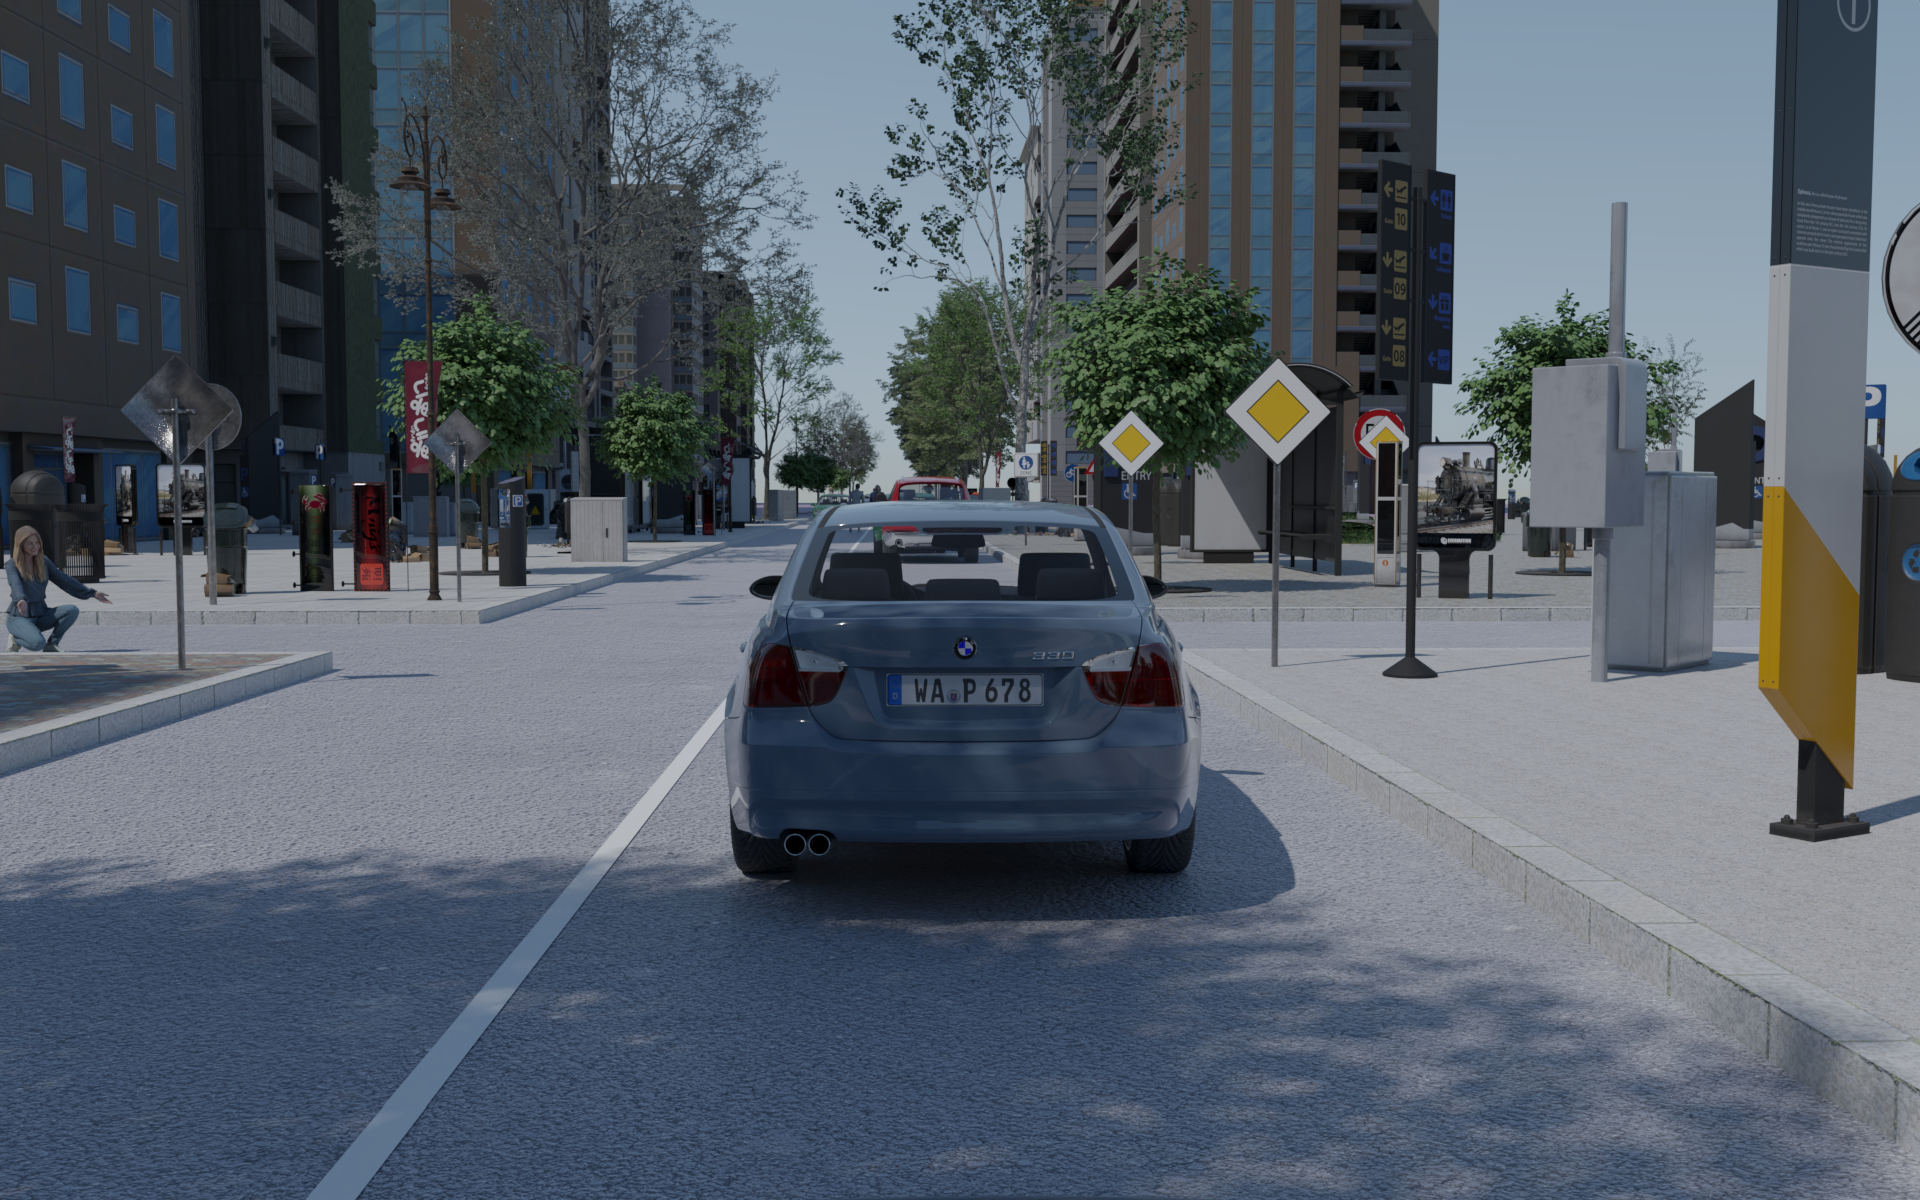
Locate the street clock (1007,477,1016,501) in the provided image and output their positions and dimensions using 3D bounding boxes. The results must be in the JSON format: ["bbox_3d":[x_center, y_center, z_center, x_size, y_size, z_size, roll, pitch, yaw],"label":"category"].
[{"bbox_3d":[2.297,-4.327,75.311,0.471,2.002,0.358,2,4,29],"label":"street clock"}]

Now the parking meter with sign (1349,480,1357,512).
[{"bbox_3d":[20.340,-5.633,88.353,0.543,3.016,1.738,2,4,33],"label":"parking meter with sign"}]

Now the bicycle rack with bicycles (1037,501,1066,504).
[{"bbox_3d":[3.493,-4.394,85.216,2.925,0.926,2.852,-1,4,-17],"label":"bicycle rack with bicycles"}]

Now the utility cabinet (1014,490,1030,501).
[{"bbox_3d":[3.349,-5.210,93.861,0.318,1.500,1.173,2,4,31],"label":"utility cabinet"}]

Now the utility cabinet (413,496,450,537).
[{"bbox_3d":[-15.839,-2.492,51.904,1.020,1.237,0.306,0,4,6],"label":"utility cabinet"}]

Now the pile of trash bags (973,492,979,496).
[{"bbox_3d":[1.097,-4.849,89.031,1.912,1.369,3.447,1,4,10],"label":"pile of trash bags"}]

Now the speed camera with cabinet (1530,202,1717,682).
[{"bbox_3d":[4.811,-1.110,12.479,0.660,3.252,2.038,3,5,43],"label":"speed camera with cabinet"}]

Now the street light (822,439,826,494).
[{"bbox_3d":[-10.562,-9.892,134.524,0.468,5.910,1.993,0,4,-2],"label":"street light"}]

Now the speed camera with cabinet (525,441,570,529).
[{"bbox_3d":[-15.107,-4.231,63.521,2.038,3.252,0.660,-2,4,-29],"label":"speed camera with cabinet"}]

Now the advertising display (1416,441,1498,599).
[{"bbox_3d":[6.075,-0.981,21.245,0.974,1.923,0.123,1,4,21],"label":"advertising display"}]

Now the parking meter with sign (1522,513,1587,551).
[{"bbox_3d":[13.463,-2.610,38.938,1.738,3.016,0.543,-2,4,-25],"label":"parking meter with sign"}]

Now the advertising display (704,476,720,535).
[{"bbox_3d":[-7.880,-3.043,54.969,0.123,1.923,0.974,-1,4,-19],"label":"advertising display"}]

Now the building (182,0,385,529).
[{"bbox_3d":[-30.366,-17.829,63.204,14.160,30.474,14.107,0,4,-2],"label":"building"}]

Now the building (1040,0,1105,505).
[{"bbox_3d":[20.437,-41.032,212.869,21.231,58.520,28.212,0,4,-2],"label":"building"}]

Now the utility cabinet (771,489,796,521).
[{"bbox_3d":[-8.818,-4.817,87.439,1.173,1.500,0.318,-3,5,-42],"label":"utility cabinet"}]

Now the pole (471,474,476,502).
[{"bbox_3d":[-19.014,-4.515,67.658,0.158,3.312,0.155,0,3,0],"label":"pole"}]

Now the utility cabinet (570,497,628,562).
[{"bbox_3d":[-6.831,-1.322,32.777,1.020,1.237,0.306,0,4,6],"label":"utility cabinet"}]

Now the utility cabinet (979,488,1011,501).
[{"bbox_3d":[1.214,-3.200,60.993,1.173,1.500,0.318,-2,4,-32],"label":"utility cabinet"}]

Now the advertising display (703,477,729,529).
[{"bbox_3d":[-8.916,-3.554,63.324,0.974,1.923,0.123,1,4,10],"label":"advertising display"}]

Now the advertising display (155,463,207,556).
[{"bbox_3d":[-16.241,-1.892,36.155,0.974,1.923,0.123,-1,4,-13],"label":"advertising display"}]

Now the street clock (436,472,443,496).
[{"bbox_3d":[-16.797,-3.121,55.591,0.471,2.002,0.358,3,4,36],"label":"street clock"}]

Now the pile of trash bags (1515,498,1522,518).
[{"bbox_3d":[31.835,-5.247,95.548,3.447,1.369,1.912,-3,5,-44],"label":"pile of trash bags"}]

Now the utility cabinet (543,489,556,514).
[{"bbox_3d":[-19.097,-4.370,80.127,0.318,1.500,1.173,-3,4,-39],"label":"utility cabinet"}]

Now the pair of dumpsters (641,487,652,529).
[{"bbox_3d":[-12.109,-3.757,63.925,1.574,2.255,4.437,0,4,-2],"label":"pair of dumpsters"}]

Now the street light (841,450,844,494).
[{"bbox_3d":[-12.200,-12.690,180.267,0.468,5.910,1.993,0,4,-2],"label":"street light"}]

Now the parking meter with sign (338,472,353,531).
[{"bbox_3d":[-21.821,-3.971,61.187,0.543,3.016,1.738,3,4,38],"label":"parking meter with sign"}]

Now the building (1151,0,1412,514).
[{"bbox_3d":[20.571,-28.384,114.196,14.600,45.320,14.200,0,4,-2],"label":"building"}]

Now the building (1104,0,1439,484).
[{"bbox_3d":[22.833,-31.092,132.058,21.300,48.544,21.600,0,4,-2],"label":"building"}]

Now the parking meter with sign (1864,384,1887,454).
[{"bbox_3d":[14.000,-1.876,26.930,0.543,3.016,1.738,2,4,31],"label":"parking meter with sign"}]

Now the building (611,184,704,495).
[{"bbox_3d":[-43.323,-31.342,204.314,32.217,40.220,23.993,0,4,-2],"label":"building"}]

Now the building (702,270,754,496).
[{"bbox_3d":[-34.808,-27.660,223.946,14.160,30.474,14.107,0,4,-2],"label":"building"}]

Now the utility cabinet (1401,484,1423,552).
[{"bbox_3d":[9.756,-1.804,38.180,1.173,1.500,0.318,-1,4,-16],"label":"utility cabinet"}]

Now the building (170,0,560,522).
[{"bbox_3d":[-28.247,-26.596,84.954,14.600,45.320,14.200,0,4,-2],"label":"building"}]

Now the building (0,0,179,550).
[{"bbox_3d":[-28.265,-23.889,40.700,14.600,45.320,14.200,0,4,-2],"label":"building"}]

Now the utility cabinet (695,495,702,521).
[{"bbox_3d":[-13.150,-4.696,87.935,0.306,1.237,1.020,1,4,17],"label":"utility cabinet"}]

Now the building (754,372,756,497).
[{"bbox_3d":[-35.768,-28.520,238.001,14.160,30.474,14.107,0,4,-2],"label":"building"}]

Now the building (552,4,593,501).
[{"bbox_3d":[-38.469,-31.717,107.820,28.713,52.752,27.495,0,4,-2],"label":"building"}]

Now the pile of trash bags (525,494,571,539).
[{"bbox_3d":[-11.393,-2.461,49.993,3.447,1.369,1.912,0,4,2],"label":"pile of trash bags"}]

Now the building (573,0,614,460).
[{"bbox_3d":[-35.381,-42.394,131.392,20.563,71.187,20.611,0,4,-2],"label":"building"}]

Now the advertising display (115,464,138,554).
[{"bbox_3d":[-18.105,-1.983,37.630,0.974,1.923,0.123,3,5,45],"label":"advertising display"}]

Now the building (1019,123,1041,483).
[{"bbox_3d":[23.312,-39.924,241.997,28.713,52.752,27.495,0,4,-2],"label":"building"}]

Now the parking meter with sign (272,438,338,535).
[{"bbox_3d":[-20.357,-3.516,53.745,1.738,3.016,0.543,1,4,10],"label":"parking meter with sign"}]

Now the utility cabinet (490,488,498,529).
[{"bbox_3d":[-16.722,-3.334,63.197,0.318,1.500,1.173,-3,5,-44],"label":"utility cabinet"}]

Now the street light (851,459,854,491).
[{"bbox_3d":[-13.517,-14.974,217.617,0.468,5.910,1.993,0,4,-2],"label":"street light"}]

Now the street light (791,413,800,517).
[{"bbox_3d":[-9.181,-7.608,97.177,0.468,5.910,1.993,0,4,-2],"label":"street light"}]

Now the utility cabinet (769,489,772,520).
[{"bbox_3d":[-10.149,-5.213,93.918,0.318,1.500,1.173,0,4,5],"label":"utility cabinet"}]

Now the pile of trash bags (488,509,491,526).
[{"bbox_3d":[-17.309,-3.542,67.670,1.912,1.369,3.447,-2,4,-26],"label":"pile of trash bags"}]

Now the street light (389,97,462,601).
[{"bbox_3d":[-6.348,-2.933,20.745,0.468,5.910,1.993,0,4,-2],"label":"street light"}]

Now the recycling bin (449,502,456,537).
[{"bbox_3d":[-15.353,-2.456,52.707,0.722,1.027,0.722,2,4,30],"label":"recycling bin"}]

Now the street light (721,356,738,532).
[{"bbox_3d":[-7.729,-5.219,58.118,0.468,5.910,1.993,0,4,-2],"label":"street light"}]

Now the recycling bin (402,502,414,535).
[{"bbox_3d":[-17.649,-2.609,55.214,0.722,1.027,0.722,0,4,3],"label":"recycling bin"}]
